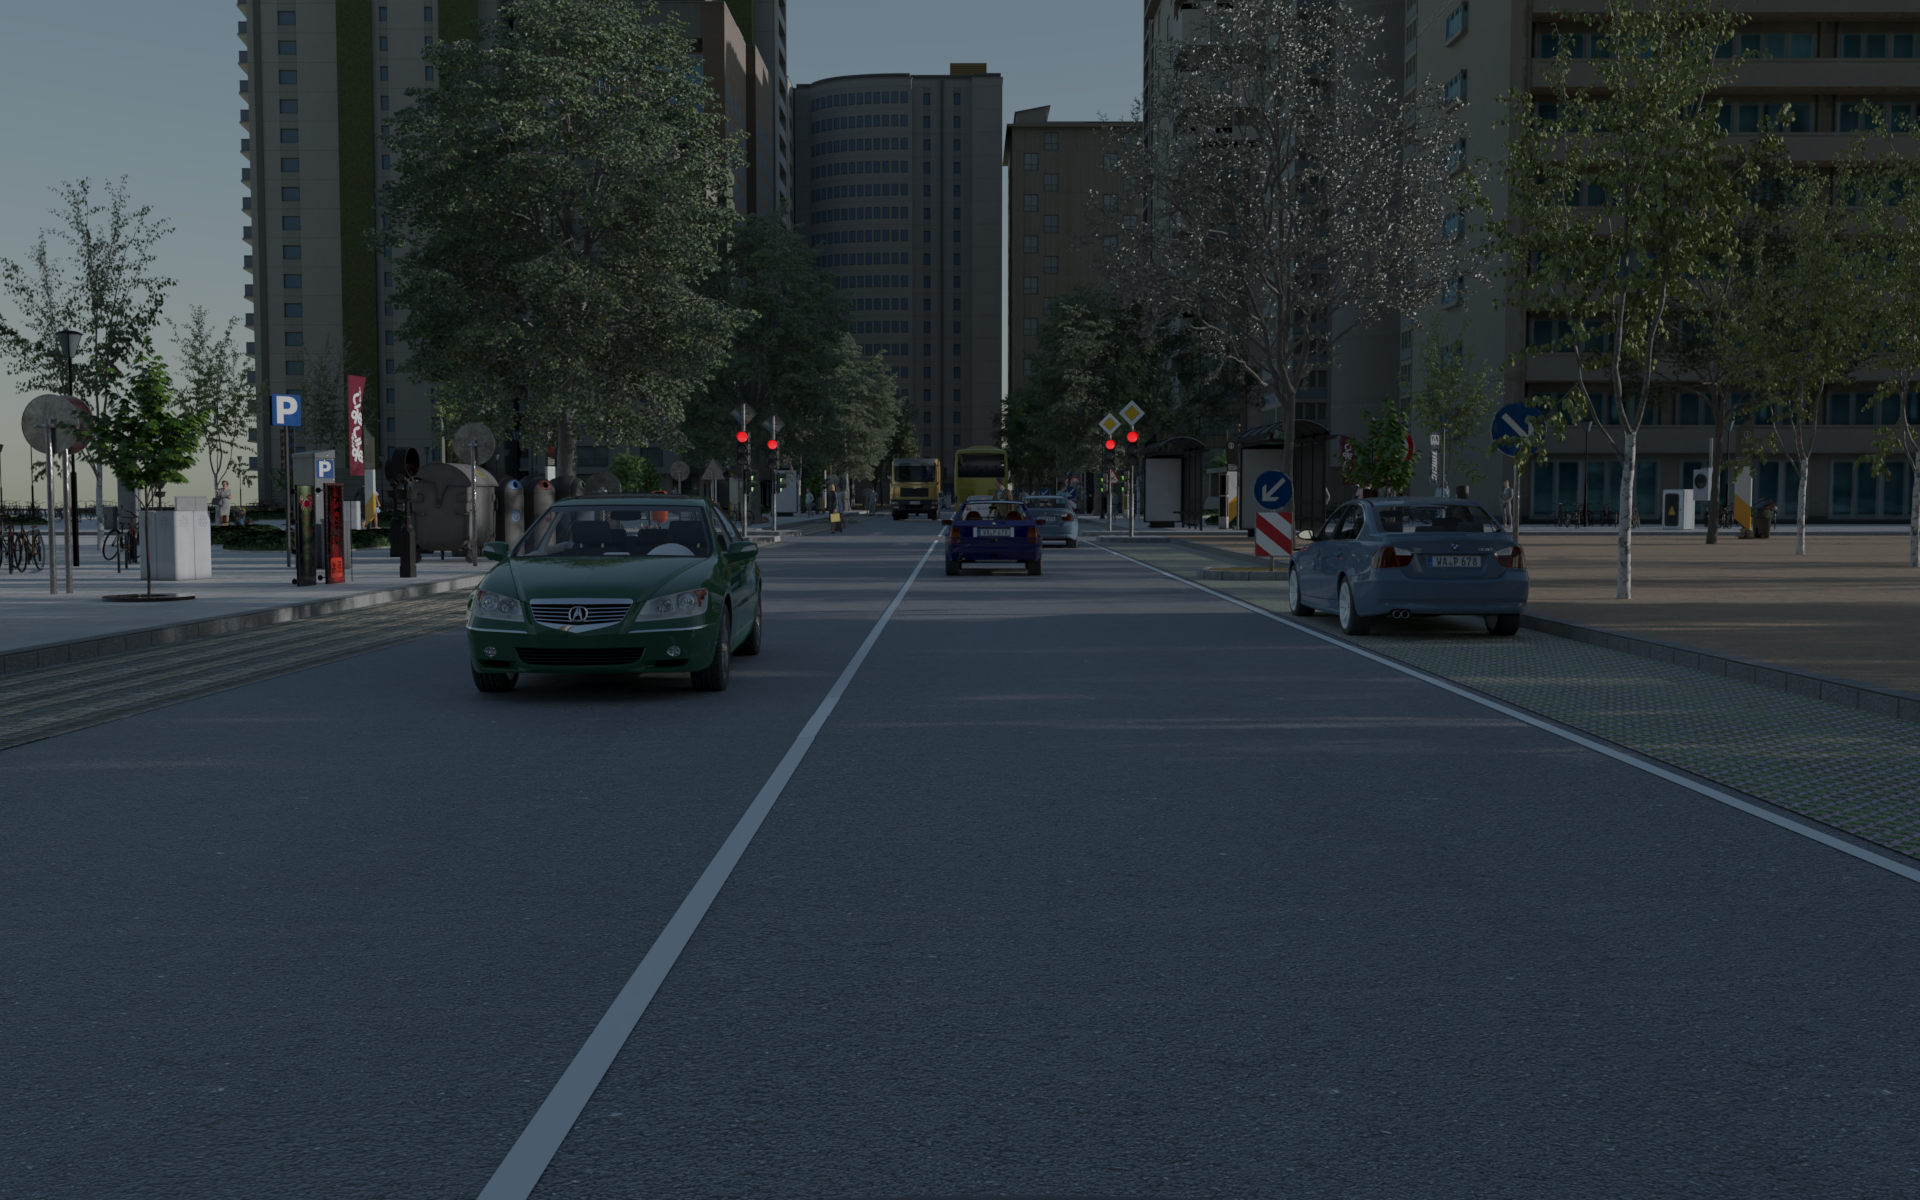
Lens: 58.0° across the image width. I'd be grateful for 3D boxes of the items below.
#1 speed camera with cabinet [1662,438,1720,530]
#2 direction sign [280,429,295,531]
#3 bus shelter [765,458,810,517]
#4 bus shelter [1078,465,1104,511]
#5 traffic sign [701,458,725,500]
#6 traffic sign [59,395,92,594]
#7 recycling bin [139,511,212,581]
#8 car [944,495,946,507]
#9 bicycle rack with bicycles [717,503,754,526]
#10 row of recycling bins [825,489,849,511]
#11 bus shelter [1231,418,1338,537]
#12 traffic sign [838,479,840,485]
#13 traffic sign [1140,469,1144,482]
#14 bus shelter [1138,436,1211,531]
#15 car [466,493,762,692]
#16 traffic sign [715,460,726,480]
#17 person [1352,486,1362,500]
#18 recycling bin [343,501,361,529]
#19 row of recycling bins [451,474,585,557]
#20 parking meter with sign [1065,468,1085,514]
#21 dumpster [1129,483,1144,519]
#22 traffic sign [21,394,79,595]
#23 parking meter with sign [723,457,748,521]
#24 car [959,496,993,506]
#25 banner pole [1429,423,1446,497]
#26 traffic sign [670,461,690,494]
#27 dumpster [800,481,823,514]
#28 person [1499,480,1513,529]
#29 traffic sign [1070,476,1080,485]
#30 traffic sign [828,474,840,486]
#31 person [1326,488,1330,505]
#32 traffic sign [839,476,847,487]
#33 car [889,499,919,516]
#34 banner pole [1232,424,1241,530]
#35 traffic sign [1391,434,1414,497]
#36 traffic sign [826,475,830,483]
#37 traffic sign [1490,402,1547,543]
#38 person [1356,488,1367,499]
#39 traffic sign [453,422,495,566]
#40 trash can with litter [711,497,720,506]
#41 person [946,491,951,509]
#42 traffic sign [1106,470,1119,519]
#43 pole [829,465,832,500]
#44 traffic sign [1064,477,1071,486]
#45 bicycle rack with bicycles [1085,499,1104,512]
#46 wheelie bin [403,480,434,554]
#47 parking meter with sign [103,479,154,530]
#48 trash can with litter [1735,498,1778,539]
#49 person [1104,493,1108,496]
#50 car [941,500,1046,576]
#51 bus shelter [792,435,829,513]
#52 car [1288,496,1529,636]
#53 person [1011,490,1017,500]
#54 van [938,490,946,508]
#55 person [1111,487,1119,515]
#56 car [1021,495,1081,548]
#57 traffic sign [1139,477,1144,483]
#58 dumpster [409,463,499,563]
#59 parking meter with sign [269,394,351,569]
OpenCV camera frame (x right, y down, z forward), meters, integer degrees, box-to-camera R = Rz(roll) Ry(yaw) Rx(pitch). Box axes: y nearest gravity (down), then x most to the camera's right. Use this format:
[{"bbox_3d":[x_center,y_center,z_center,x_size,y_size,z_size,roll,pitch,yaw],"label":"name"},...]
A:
[{"bbox_3d":[25.994,-4.115,61.614,0.660,3.252,2.038,-2,4,-24],"label":"speed camera with cabinet"},{"bbox_3d":[-23.375,-4.177,60.291,0.876,3.537,0.379,3,4,38],"label":"direction sign"},{"bbox_3d":[-9.946,-6.512,100.389,2.014,3.302,5.546,0,4,0],"label":"bus shelter"},{"bbox_3d":[10.042,-9.343,130.389,2.179,5.291,8.768,0,3,0],"label":"bus shelter"},{"bbox_3d":[-8.964,-3.840,62.795,0.884,2.594,0.081,0,4,7],"label":"traffic sign"},{"bbox_3d":[-11.505,-1.357,22.298,0.768,2.556,0.104,0,4,4],"label":"traffic sign"},{"bbox_3d":[-11.767,-0.821,25.974,0.722,1.027,0.722,1,4,21],"label":"recycling bin"},{"bbox_3d":[-2.347,-10.832,189.467,2.083,1.381,4.827,0,4,0],"label":"car"},{"bbox_3d":[-10.053,-3.448,69.752,2.852,0.926,2.925,-3,5,-43],"label":"bicycle rack with bicycles"},{"bbox_3d":[-9.324,-7.488,129.548,1.069,1.692,3.534,-2,4,-29],"label":"row of recycling bins"},{"bbox_3d":[9.122,-3.379,49.170,2.014,3.302,5.546,0,4,0],"label":"bus shelter"},{"bbox_3d":[-8.709,-7.336,120.041,0.768,2.556,0.104,0,4,3],"label":"traffic sign"},{"bbox_3d":[8.989,-5.053,82.720,0.768,2.556,0.104,0,4,6],"label":"traffic sign"},{"bbox_3d":[7.747,-4.233,63.127,2.014,3.302,5.546,0,3,0],"label":"bus shelter"},{"bbox_3d":[-2.654,-0.140,14.086,2.131,1.459,4.920,0,4,-2],"label":"car"},{"bbox_3d":[-9.319,-4.057,66.062,0.795,2.593,0.064,1,4,9],"label":"traffic sign"},{"bbox_3d":[15.295,-3.726,66.326,0.474,1.900,0.648,-2,4,-27],"label":"person"},{"bbox_3d":[-21.364,-2.934,60.517,0.722,1.027,0.722,-1,4,-13],"label":"recycling bin"},{"bbox_3d":[-9.339,-1.809,36.693,1.069,1.692,3.534,2,4,31],"label":"row of recycling bins"},{"bbox_3d":[7.471,-7.068,111.818,0.543,3.016,1.738,-2,4,-30],"label":"parking meter with sign"},{"bbox_3d":[9.362,-5.092,89.005,1.264,1.857,1.865,0,4,0],"label":"dumpster"},{"bbox_3d":[-11.588,-1.343,22.067,0.768,2.556,0.104,0,4,4],"label":"traffic sign"},{"bbox_3d":[-10.453,-5.217,81.557,0.543,3.016,1.738,-3,4,-38],"label":"parking meter with sign"},{"bbox_3d":[1.003,-4.036,78.354,2.083,1.381,4.827,0,4,0],"label":"car"},{"bbox_3d":[16.832,-4.342,61.004,0.863,3.779,0.401,-2,4,-25],"label":"banner pole"},{"bbox_3d":[-10.814,-4.083,66.858,0.768,2.556,0.104,0,4,3],"label":"traffic sign"},{"bbox_3d":[-9.772,-6.756,112.961,1.502,2.255,1.985,0,4,0],"label":"dumpster"},{"bbox_3d":[19.887,-3.475,63.128,0.520,1.790,0.573,2,4,26],"label":"person"},{"bbox_3d":[8.309,-7.659,125.328,0.768,2.556,0.104,0,4,8],"label":"traffic sign"},{"bbox_3d":[-8.199,-6.868,112.390,0.768,2.556,0.104,1,4,10],"label":"traffic sign"},{"bbox_3d":[13.338,-3.544,64.087,0.635,1.810,0.391,-1,4,-14],"label":"person"},{"bbox_3d":[-8.268,-7.371,120.620,0.768,2.556,0.104,0,4,5],"label":"traffic sign"},{"bbox_3d":[-3.538,-6.317,112.318,2.155,1.783,4.494,0,4,-1],"label":"car"},{"bbox_3d":[9.887,-4.367,61.412,0.401,3.779,0.863,0,4,2],"label":"banner pole"},{"bbox_3d":[8.410,-2.050,33.624,0.768,2.556,0.104,0,4,3],"label":"traffic sign"},{"bbox_3d":[-8.660,-7.117,116.461,0.768,2.556,0.104,0,4,5],"label":"traffic sign"},{"bbox_3d":[7.750,-1.469,24.122,0.768,2.556,0.104,0,4,4],"label":"traffic sign"},{"bbox_3d":[14.745,-3.441,62.891,0.593,1.750,0.643,-1,4,-20],"label":"person"},{"bbox_3d":[-8.618,-1.871,30.704,0.768,2.556,0.104,0,4,6],"label":"traffic sign"},{"bbox_3d":[-10.701,-3.768,72.998,1.055,1.170,0.624,-2,4,-31],"label":"trash can with litter"},{"bbox_3d":[-1.058,-9.411,163.043,0.551,1.740,0.621,-2,4,-25],"label":"person"},{"bbox_3d":[7.942,-5.517,90.202,0.884,2.594,0.081,0,4,4],"label":"traffic sign"},{"bbox_3d":[-9.109,-7.819,121.680,0.158,3.312,0.155,0,3,0],"label":"pole"},{"bbox_3d":[8.191,-7.971,130.424,0.768,2.556,0.104,0,4,4],"label":"traffic sign"},{"bbox_3d":[9.412,-6.548,120.438,2.852,0.926,2.925,-1,4,-11],"label":"bicycle rack with bicycles"},{"bbox_3d":[-11.657,-1.800,37.333,0.693,1.594,0.980,-1,4,-21],"label":"wheelie bin"},{"bbox_3d":[-29.894,-4.039,62.294,1.738,3.016,0.543,0,4,-2],"label":"parking meter with sign"},{"bbox_3d":[22.814,-2.337,49.605,1.055,1.170,0.624,-1,4,-20],"label":"trash can with litter"},{"bbox_3d":[16.673,-11.495,194.712,1.217,1.735,0.721,-1,4,-11],"label":"person"},{"bbox_3d":[0.618,-1.175,31.798,1.945,1.354,3.894,0,4,1],"label":"car"},{"bbox_3d":[-10.526,-8.753,120.750,2.179,5.291,8.768,0,3,0],"label":"bus shelter"},{"bbox_3d":[4.749,-0.412,18.747,2.014,1.417,4.499,0,4,0],"label":"car"},{"bbox_3d":[4.114,-7.819,136.892,0.990,1.755,0.434,3,4,37],"label":"person"},{"bbox_3d":[-2.431,-10.423,177.426,2.013,2.044,4.112,0,4,1],"label":"van"},{"bbox_3d":[9.580,-6.162,107.465,0.731,1.740,0.598,-3,5,-43],"label":"person"},{"bbox_3d":[2.305,-2.161,47.336,2.014,1.417,4.499,0,4,2],"label":"car"},{"bbox_3d":[9.926,-5.669,92.791,0.768,2.556,0.104,0,4,8],"label":"traffic sign"},{"bbox_3d":[-9.573,-1.649,32.726,1.264,1.857,1.865,0,4,0],"label":"dumpster"},{"bbox_3d":[-11.159,-2.056,29.881,1.738,3.016,0.543,3,4,38],"label":"parking meter with sign"}]
